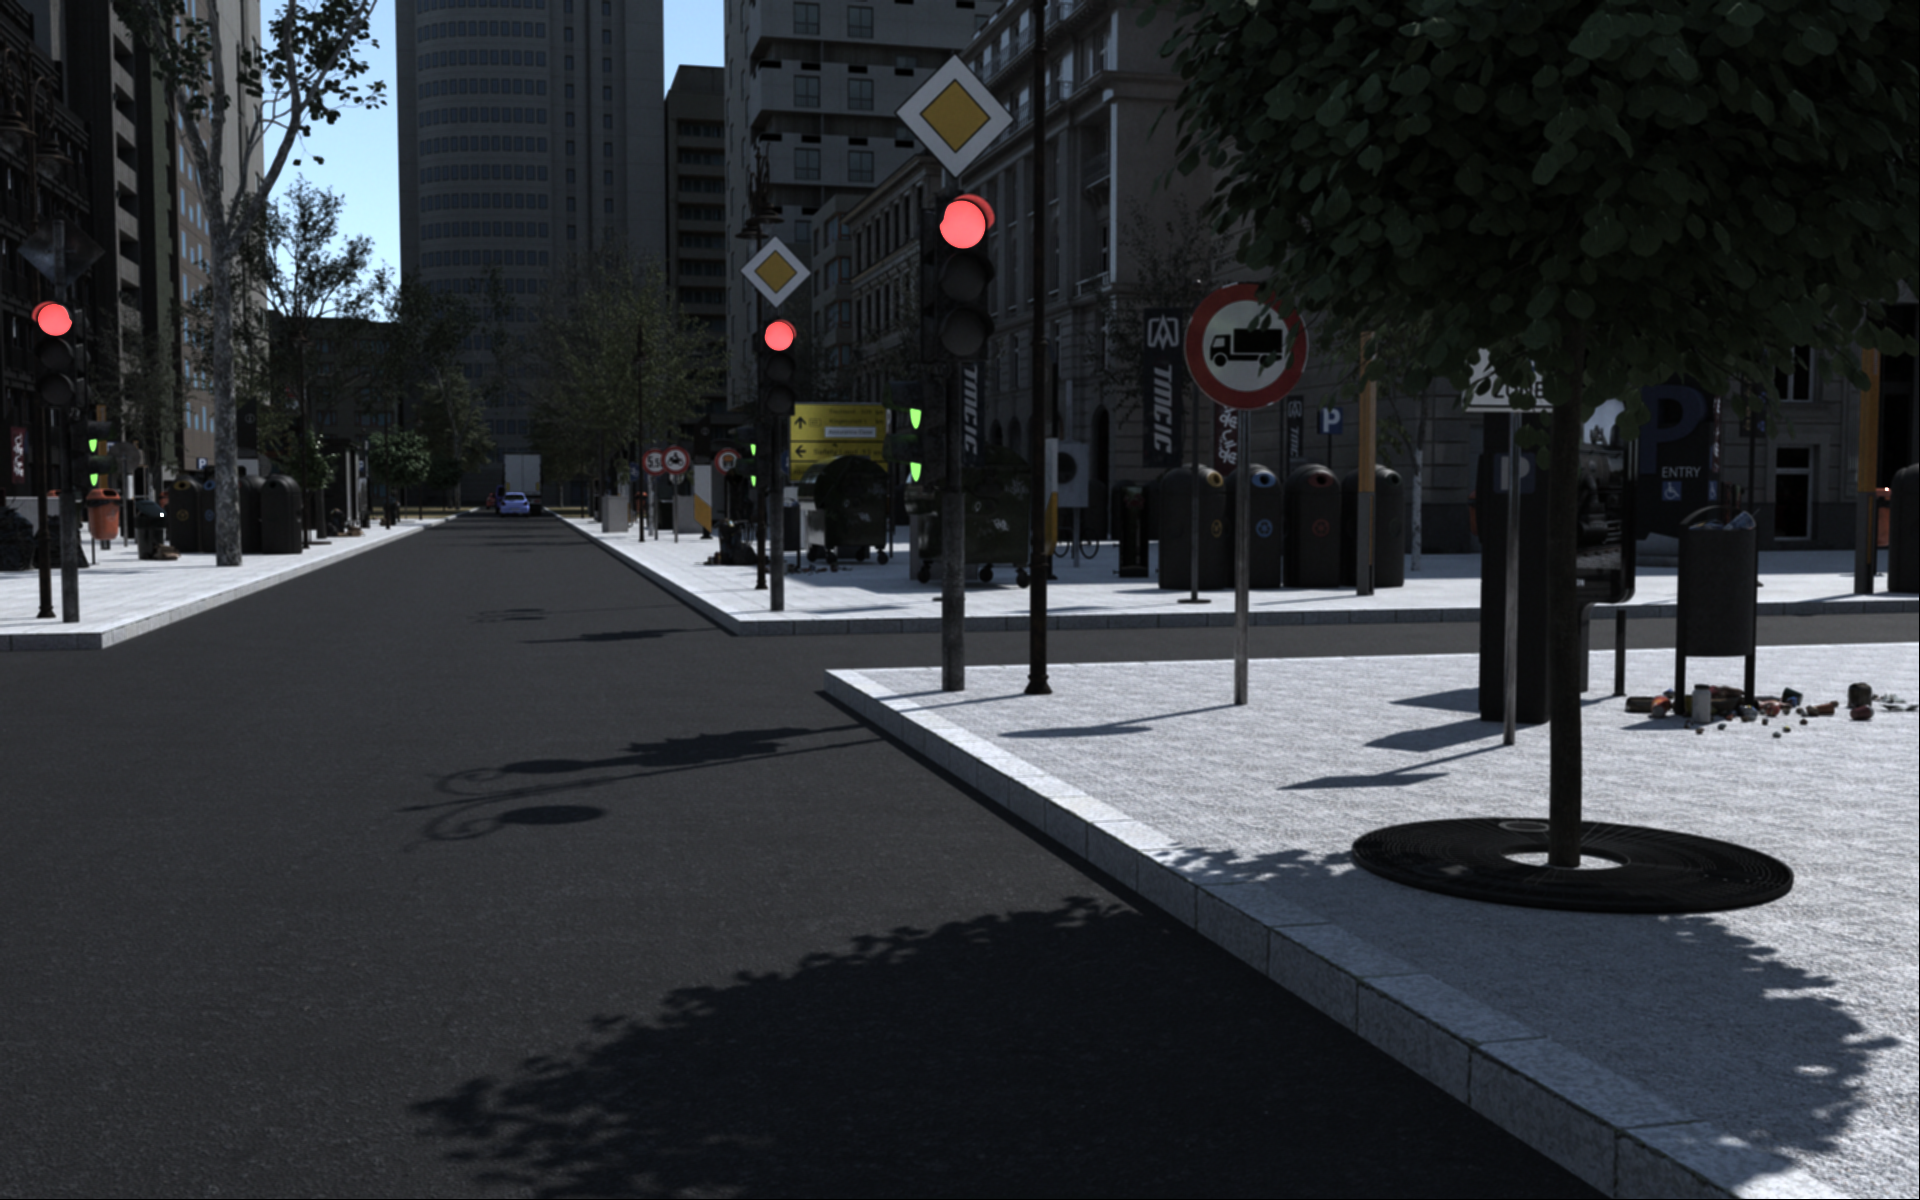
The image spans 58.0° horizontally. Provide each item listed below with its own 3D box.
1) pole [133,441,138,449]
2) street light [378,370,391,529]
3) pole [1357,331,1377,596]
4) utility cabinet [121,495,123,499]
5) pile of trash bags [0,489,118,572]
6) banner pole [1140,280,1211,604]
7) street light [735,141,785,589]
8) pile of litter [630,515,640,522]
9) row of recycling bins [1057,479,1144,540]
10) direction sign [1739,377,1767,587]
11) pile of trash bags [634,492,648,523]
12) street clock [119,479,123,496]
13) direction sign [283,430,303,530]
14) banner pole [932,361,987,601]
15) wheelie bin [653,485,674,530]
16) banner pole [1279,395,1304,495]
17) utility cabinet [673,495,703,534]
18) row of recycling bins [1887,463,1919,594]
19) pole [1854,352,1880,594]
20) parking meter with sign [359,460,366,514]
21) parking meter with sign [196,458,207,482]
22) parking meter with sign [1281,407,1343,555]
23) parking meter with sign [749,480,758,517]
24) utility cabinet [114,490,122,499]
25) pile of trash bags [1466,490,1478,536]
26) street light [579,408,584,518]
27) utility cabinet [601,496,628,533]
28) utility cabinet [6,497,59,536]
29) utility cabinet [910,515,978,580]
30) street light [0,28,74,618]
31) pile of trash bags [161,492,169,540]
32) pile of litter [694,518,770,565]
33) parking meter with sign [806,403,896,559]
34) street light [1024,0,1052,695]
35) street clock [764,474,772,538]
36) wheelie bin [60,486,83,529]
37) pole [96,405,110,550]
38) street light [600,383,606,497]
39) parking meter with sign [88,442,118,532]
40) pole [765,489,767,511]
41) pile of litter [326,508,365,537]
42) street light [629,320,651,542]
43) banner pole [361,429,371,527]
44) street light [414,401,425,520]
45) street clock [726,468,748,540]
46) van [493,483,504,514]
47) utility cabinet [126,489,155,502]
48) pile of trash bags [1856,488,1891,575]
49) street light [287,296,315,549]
[{"bbox_3d":[-31.423,-4.419,66.096,0.158,3.312,0.155,0,3,0],"label":"pole"},{"bbox_3d":[-20.894,-5.523,63.084,0.468,5.910,1.993,-1,4,-14],"label":"street light"},{"bbox_3d":[5.135,-1.713,21.851,0.158,3.312,0.155,0,3,0],"label":"pole"},{"bbox_3d":[-39.355,-4.363,82.497,1.020,1.237,0.306,-1,4,-16],"label":"utility cabinet"},{"bbox_3d":[-16.015,-1.245,30.115,1.912,1.369,3.447,1,4,19],"label":"pile of trash bags"},{"bbox_3d":[2.549,-1.860,20.428,0.863,3.779,0.401,1,4,16],"label":"banner pole"},{"bbox_3d":[-2.678,-3.082,23.185,0.468,5.910,1.993,-1,4,-14],"label":"street light"},{"bbox_3d":[-15.420,-4.010,79.536,1.719,0.858,1.176,-1,4,-17],"label":"pile of litter"},{"bbox_3d":[4.204,-2.534,48.545,3.534,1.692,1.069,0,4,-8],"label":"row of recycling bins"},{"bbox_3d":[10.984,-1.959,24.022,0.379,3.537,0.876,3,5,45],"label":"direction sign"},{"bbox_3d":[-13.146,-4.058,76.099,3.447,1.369,1.912,3,5,41],"label":"pile of trash bags"},{"bbox_3d":[-40.790,-4.881,84.367,0.358,2.002,0.471,-1,4,-20],"label":"street clock"},{"bbox_3d":[-23.338,-4.218,60.962,0.876,3.537,0.379,-1,4,-14],"label":"direction sign"},{"bbox_3d":[0.023,-1.870,20.587,0.401,3.779,0.863,-3,5,-43],"label":"banner pole"},{"bbox_3d":[-10.715,-3.345,62.605,0.980,1.594,0.693,-2,4,-28],"label":"wheelie bin"},{"bbox_3d":[7.365,-2.982,38.780,0.401,3.779,0.863,-3,4,-39],"label":"banner pole"},{"bbox_3d":[-8.781,-2.753,56.173,1.020,1.237,0.306,0,4,2],"label":"utility cabinet"},{"bbox_3d":[13.804,-0.976,23.069,3.534,1.692,1.069,-1,4,-21],"label":"row of recycling bins"},{"bbox_3d":[11.635,-1.734,22.199,0.158,3.312,0.155,0,3,0],"label":"pole"},{"bbox_3d":[-30.882,-5.653,88.694,0.543,3.016,1.738,0,4,-2],"label":"parking meter with sign"},{"bbox_3d":[-36.017,-5.346,83.672,1.738,3.016,0.543,2,4,27],"label":"parking meter with sign"},{"bbox_3d":[7.103,-2.397,35.453,0.543,3.016,1.738,-1,4,-21],"label":"parking meter with sign"},{"bbox_3d":[-11.011,-5.932,93.250,0.543,3.016,1.738,-3,5,-43],"label":"parking meter with sign"},{"bbox_3d":[-41.559,-4.723,85.899,1.173,1.500,0.318,3,4,38],"label":"utility cabinet"},{"bbox_3d":[11.502,-1.546,35.034,3.447,1.369,1.912,-2,4,-35],"label":"pile of trash bags"},{"bbox_3d":[-19.920,-7.245,91.244,0.468,5.910,1.993,-1,4,-14],"label":"street light"},{"bbox_3d":[-11.544,-2.861,57.945,0.306,1.237,1.020,2,4,30],"label":"utility cabinet"},{"bbox_3d":[-19.520,-1.551,36.517,1.020,1.237,0.306,-2,4,-30],"label":"utility cabinet"},{"bbox_3d":[-0.243,-0.907,25.986,1.020,1.237,0.306,0,4,-2],"label":"utility cabinet"},{"bbox_3d":[-9.489,-2.753,17.807,0.468,5.910,1.993,-1,4,-14],"label":"street light"},{"bbox_3d":[-21.333,-2.369,48.487,1.912,1.369,3.447,-3,4,-39],"label":"pile of trash bags"},{"bbox_3d":[-4.067,-1.078,31.588,1.176,0.858,1.719,-3,5,-43],"label":"pile of litter"},{"bbox_3d":[-2.178,-2.335,34.434,1.738,3.016,0.543,-1,4,-16],"label":"parking meter with sign"},{"bbox_3d":[0.503,-2.336,10.981,0.468,5.910,1.993,-1,4,-14],"label":"street light"},{"bbox_3d":[-5.691,-2.794,50.257,0.471,2.002,0.358,-1,4,-10],"label":"street clock"},{"bbox_3d":[-32.735,-3.406,63.604,0.693,1.594,0.980,1,4,13],"label":"wheelie bin"},{"bbox_3d":[-19.678,-2.810,39.780,0.158,3.312,0.155,0,3,0],"label":"pole"},{"bbox_3d":[-14.183,-5.871,68.784,0.468,5.910,1.993,-1,4,-14],"label":"street light"},{"bbox_3d":[-28.799,-3.781,58.082,1.738,3.016,0.543,3,5,44],"label":"parking meter with sign"},{"bbox_3d":[-6.645,-3.978,58.886,0.158,3.312,0.155,0,3,0],"label":"pole"},{"bbox_3d":[-18.581,-2.352,52.422,1.176,0.858,1.719,1,4,22],"label":"pile of litter"},{"bbox_3d":[-8.540,-4.497,46.306,0.468,5.910,1.993,-1,4,-14],"label":"street light"},{"bbox_3d":[-22.998,-4.712,67.063,0.401,3.779,0.863,0,4,-5],"label":"banner pole"},{"bbox_3d":[-26.881,-6.933,86.149,0.468,5.910,1.993,-1,4,-14],"label":"street light"},{"bbox_3d":[-6.157,-2.626,47.503,0.471,2.002,0.358,0,4,2],"label":"street clock"},{"bbox_3d":[-32.744,-7.417,125.656,2.240,2.365,5.245,-1,4,-15],"label":"van"},{"bbox_3d":[-36.208,-4.150,76.524,1.173,1.500,0.318,-1,4,-20],"label":"utility cabinet"},{"bbox_3d":[15.892,-1.056,27.010,3.447,1.369,1.912,2,4,31],"label":"pile of trash bags"},{"bbox_3d":[-15.390,-4.146,40.571,0.468,5.910,1.993,-1,4,-14],"label":"street light"}]
